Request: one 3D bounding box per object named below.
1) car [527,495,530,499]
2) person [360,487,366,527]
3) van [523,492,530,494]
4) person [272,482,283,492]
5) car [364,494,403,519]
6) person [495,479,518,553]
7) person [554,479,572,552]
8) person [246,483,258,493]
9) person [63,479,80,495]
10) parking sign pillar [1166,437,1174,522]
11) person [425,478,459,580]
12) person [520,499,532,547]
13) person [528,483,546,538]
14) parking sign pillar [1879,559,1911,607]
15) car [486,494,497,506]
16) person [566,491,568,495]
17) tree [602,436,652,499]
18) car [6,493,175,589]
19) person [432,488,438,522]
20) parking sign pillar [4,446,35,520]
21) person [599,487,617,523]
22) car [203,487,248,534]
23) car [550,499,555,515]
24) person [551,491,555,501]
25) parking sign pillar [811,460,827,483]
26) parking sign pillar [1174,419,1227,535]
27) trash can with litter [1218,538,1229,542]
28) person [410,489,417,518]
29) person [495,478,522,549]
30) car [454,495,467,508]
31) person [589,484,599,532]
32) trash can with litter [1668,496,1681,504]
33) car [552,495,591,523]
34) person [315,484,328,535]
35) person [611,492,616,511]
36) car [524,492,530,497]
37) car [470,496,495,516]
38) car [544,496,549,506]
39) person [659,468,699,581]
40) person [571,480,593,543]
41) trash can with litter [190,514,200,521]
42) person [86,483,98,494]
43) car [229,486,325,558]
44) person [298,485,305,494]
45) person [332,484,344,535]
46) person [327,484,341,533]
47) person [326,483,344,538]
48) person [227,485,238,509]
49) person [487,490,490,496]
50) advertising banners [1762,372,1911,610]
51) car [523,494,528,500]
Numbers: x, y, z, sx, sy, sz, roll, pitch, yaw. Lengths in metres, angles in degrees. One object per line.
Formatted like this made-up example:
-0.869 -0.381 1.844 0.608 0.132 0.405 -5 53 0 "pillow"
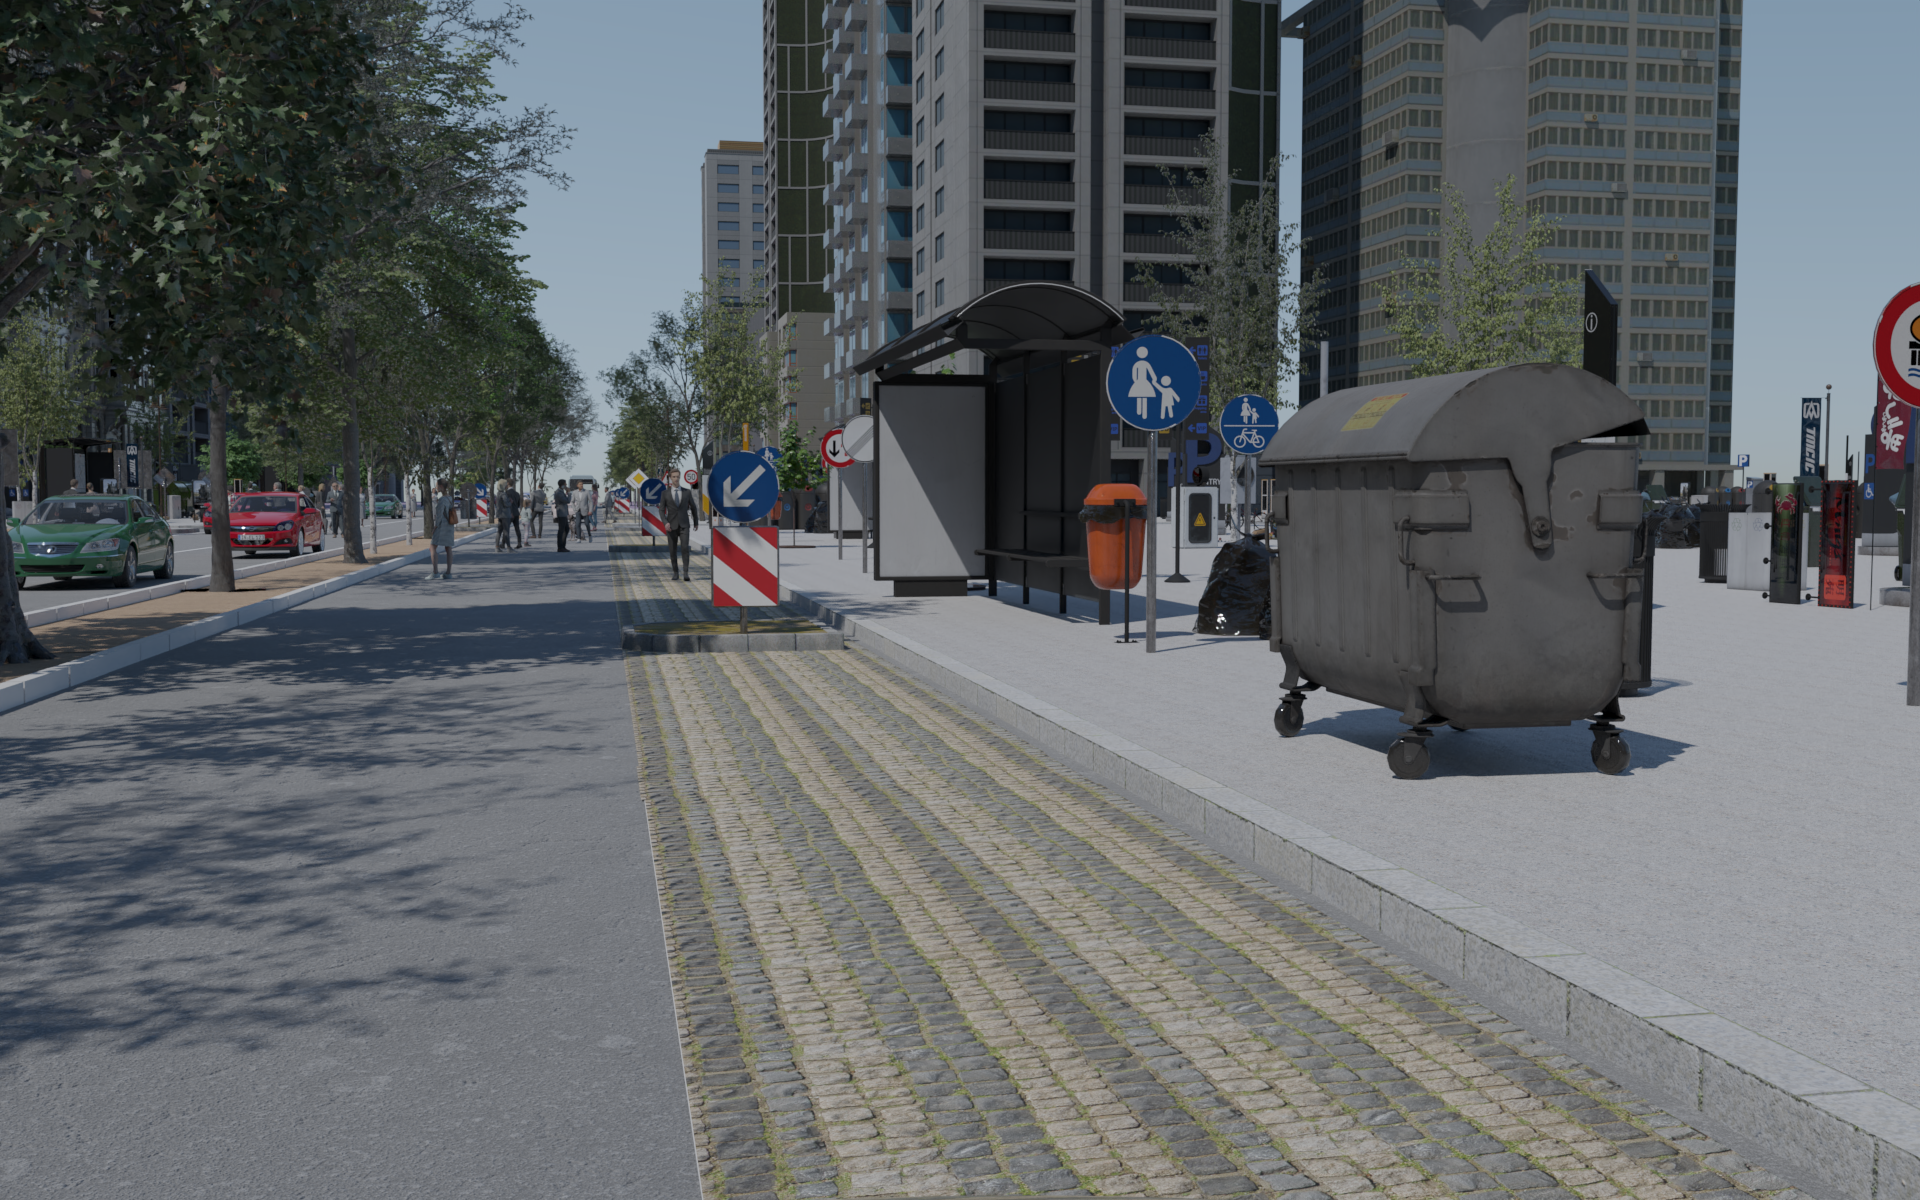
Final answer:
-50.766 -11.920 206.889 2.014 1.417 4.499 -1 4 -12 "car"
-25.982 -4.040 75.119 0.480 1.755 0.524 -3 5 -43 "person"
-71.790 -17.101 286.617 2.013 2.044 4.112 -1 4 -12 "van"
-20.070 -2.565 50.840 0.834 1.777 0.661 2 4 32 "person"
-33.522 -5.432 100.607 2.131 1.459 4.920 -1 4 -11 "car"
-11.158 -2.069 42.509 0.526 1.800 0.537 -1 4 -22 "person"
-9.802 -2.087 42.805 0.473 1.802 0.592 0 4 -4 "person"
-30.560 -4.094 74.793 0.474 1.900 0.648 3 5 40 "person"
-24.994 -2.480 48.828 0.659 1.850 0.755 1 4 17 "person"
10.338 -5.647 80.804 1.447 3.967 1.447 3 4 37 "parking sign pillar"
-8.706 -1.205 29.203 0.522 1.701 0.512 0 4 4 "person"
-11.822 -2.111 47.287 0.425 1.301 0.394 2 4 26 "person"
-13.661 -2.891 55.944 0.592 1.802 0.473 -2 4 -25 "person"
11.387 -1.916 19.803 1.447 3.967 1.447 0 4 0 "parking sign pillar"
-56.507 -12.182 208.214 2.155 1.783 4.494 -1 4 -11 "car"
-33.265 -8.466 146.935 0.388 1.821 0.555 -1 4 -23 "person"
-56.712 -23.189 296.146 9.611 12.733 9.660 0 3 0 "tree"
-13.920 -0.977 27.767 2.131 1.459 4.920 -1 4 -14 "car"
-26.914 -4.873 88.740 0.524 1.755 0.480 2 4 34 "person"
-50.609 -6.421 93.461 1.447 3.967 1.447 -1 4 -14 "parking sign pillar"
-17.193 -4.642 84.678 0.850 1.792 0.678 0 3 0 "person"
-26.302 -3.307 63.102 2.155 1.783 4.494 -1 4 -12 "car"
-26.992 -6.494 118.537 2.083 1.381 4.827 -1 4 -12 "car"
-49.767 -12.491 212.708 1.348 1.826 0.705 -3 4 -36 "person"
-9.112 -7.678 114.004 1.447 3.967 1.447 -1 4 -10 "parking sign pillar"
7.659 -4.030 54.362 1.447 3.967 1.447 0 4 -4 "parking sign pillar"
6.756 -2.240 47.682 1.678 1.210 2.233 1 4 10 "trash can with litter"
-32.800 -5.811 104.082 0.524 1.755 0.480 2 4 33 "person"
-11.805 -2.267 45.346 0.755 1.850 0.659 2 4 24 "person"
-44.306 -8.545 152.288 1.945 1.354 3.894 -1 4 -12 "car"
-14.030 -3.534 66.296 0.388 1.821 0.555 -3 5 -40 "person"
26.982 -3.377 66.266 1.678 1.210 2.233 -3 5 -40 "trash can with litter"
-19.509 -4.578 87.208 2.083 1.381 4.827 -1 4 -11 "car"
-22.748 -3.230 61.529 0.699 1.804 1.509 -1 4 -10 "person"
-28.797 -8.147 143.513 0.589 1.601 0.330 0 4 -7 "person"
-70.462 -16.669 282.127 1.945 1.707 3.694 -1 4 -13 "car"
-31.289 -6.143 113.010 1.945 1.354 3.894 -1 4 -12 "car"
-52.729 -12.704 217.929 2.015 1.641 3.980 -1 4 -10 "car"
-4.608 -1.232 28.420 0.659 1.850 0.755 -1 4 -11 "person"
-11.045 -2.589 50.677 0.661 1.843 0.795 0 4 5 "person"
-36.757 -4.440 83.989 1.055 1.170 0.624 -2 4 -31 "trash can with litter"
-26.896 -2.745 53.722 0.374 1.781 0.599 3 4 36 "person"
-15.935 -1.898 40.076 2.155 1.783 4.494 -1 4 -11 "car"
-27.564 -3.909 72.635 0.641 1.798 0.478 -2 4 -32 "person"
-21.609 -3.153 60.448 0.834 1.777 0.661 3 5 44 "person"
-23.138 -3.403 64.313 0.728 1.800 0.709 0 4 -7 "person"
-20.364 -2.931 56.600 0.661 1.801 0.590 -2 4 -24 "person"
-24.371 -2.982 58.090 0.563 1.720 0.643 2 4 35 "person"
-39.734 -8.425 146.648 0.661 1.777 0.834 -3 5 -44 "person"
9.878 -1.426 19.496 0.090 3.025 2.074 -1 4 -18 "advertising banners"
-67.972 -15.709 269.209 2.083 1.381 4.827 -1 4 -12 "car"
